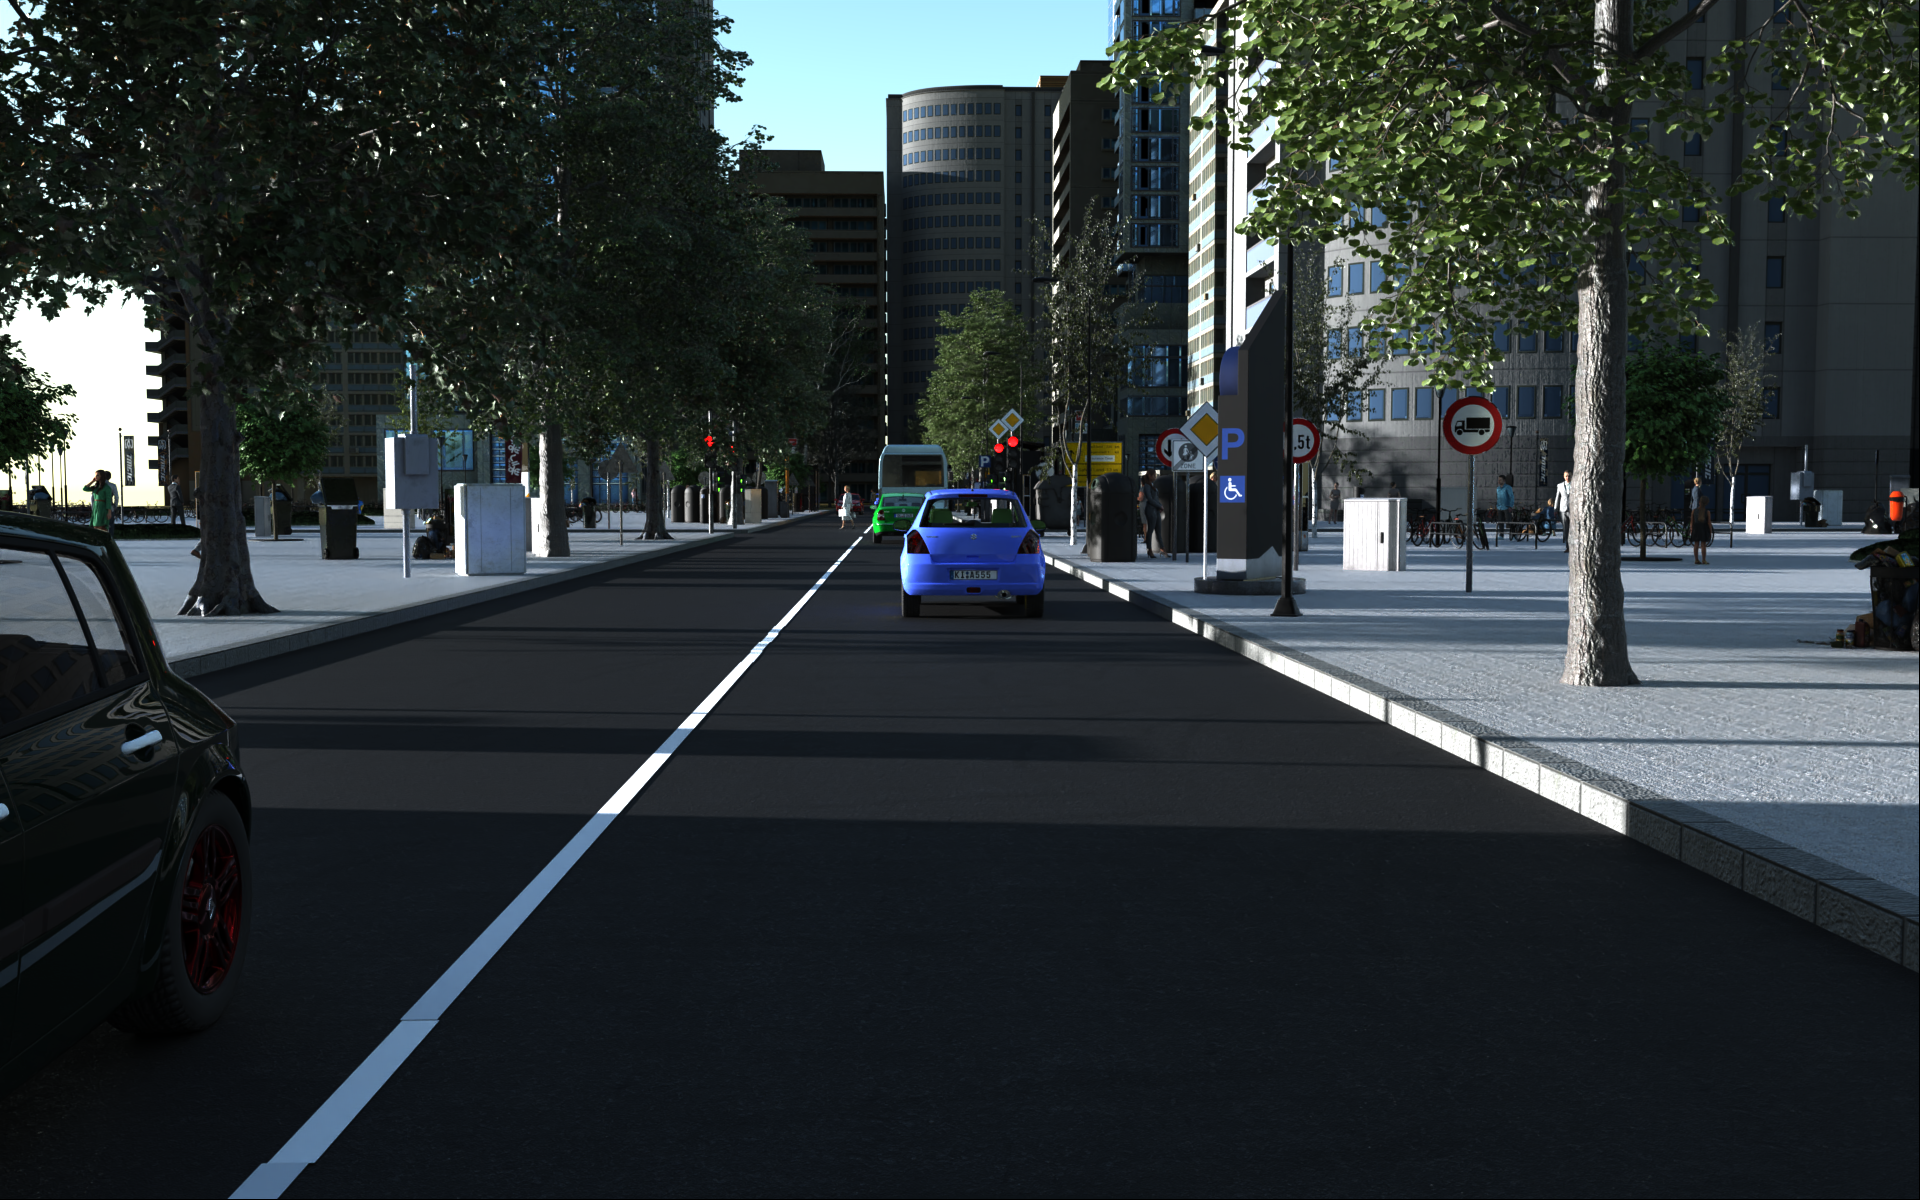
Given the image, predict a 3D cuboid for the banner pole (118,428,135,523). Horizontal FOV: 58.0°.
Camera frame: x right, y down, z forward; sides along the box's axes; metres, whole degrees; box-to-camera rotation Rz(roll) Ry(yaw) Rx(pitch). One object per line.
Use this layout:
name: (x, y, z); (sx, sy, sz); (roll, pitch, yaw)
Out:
banner pole: (-31.409, -4.602, 65.254); (0.863, 3.779, 0.401); (1, 4, 17)

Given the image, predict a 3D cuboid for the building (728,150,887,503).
building: (-21.242, -38.098, 246.602); (21.600, 48.544, 21.300); (0, 4, -2)

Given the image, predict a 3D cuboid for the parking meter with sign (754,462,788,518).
parking meter with sign: (-10.726, -6.262, 98.646); (1.738, 3.016, 0.543); (1, 4, 10)

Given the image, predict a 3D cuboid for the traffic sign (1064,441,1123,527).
traffic sign: (5.153, -4.470, 66.959); (2.265, 3.308, 0.079); (0, 4, 1)

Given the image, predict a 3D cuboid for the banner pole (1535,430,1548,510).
banner pole: (22.718, -4.757, 67.789); (0.401, 3.779, 0.863); (-1, 4, -23)

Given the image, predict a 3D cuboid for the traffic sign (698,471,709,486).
traffic sign: (-14.294, -5.926, 96.991); (0.768, 2.556, 0.104); (0, 4, 7)

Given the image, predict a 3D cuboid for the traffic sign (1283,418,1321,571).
traffic sign: (5.624, -1.764, 28.940); (0.768, 2.556, 0.104); (0, 4, 1)

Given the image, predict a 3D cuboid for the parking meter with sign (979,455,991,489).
parking meter with sign: (1.202, -5.058, 78.951); (0.543, 3.016, 1.738); (0, 4, 5)

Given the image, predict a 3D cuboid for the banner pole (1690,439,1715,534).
banner pole: (23.671, -3.982, 55.127); (0.863, 3.779, 0.401); (-1, 4, -13)

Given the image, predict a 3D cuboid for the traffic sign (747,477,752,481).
traffic sign: (-15.497, -7.693, 125.887); (0.768, 2.556, 0.104); (0, 4, 8)

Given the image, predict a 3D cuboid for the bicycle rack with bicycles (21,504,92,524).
bicycle rack with bicycles: (-34.496, -3.202, 65.729); (2.852, 0.926, 2.925); (1, 4, 12)

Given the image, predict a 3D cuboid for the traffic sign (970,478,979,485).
traffic sign: (1.011, -7.922, 129.632); (0.768, 2.556, 0.104); (0, 4, 2)

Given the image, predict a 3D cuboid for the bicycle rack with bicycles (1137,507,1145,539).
bicycle rack with bicycles: (6.104, -2.224, 49.746); (2.852, 0.926, 2.925); (1, 4, 13)

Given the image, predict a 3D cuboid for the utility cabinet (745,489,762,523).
utility cabinet: (-9.028, -4.088, 75.510); (0.318, 1.500, 1.173); (1, 4, 16)

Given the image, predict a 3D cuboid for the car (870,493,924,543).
car: (-1.707, -2.626, 51.728); (1.959, 1.807, 4.718); (0, 4, -2)

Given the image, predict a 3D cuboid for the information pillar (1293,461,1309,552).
information pillar: (7.600, -2.097, 38.775); (0.304, 2.012, 0.304); (3, 5, 43)

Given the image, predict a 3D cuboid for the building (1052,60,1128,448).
building: (21.742, -34.709, 191.186); (21.300, 48.544, 21.600); (0, 4, -2)

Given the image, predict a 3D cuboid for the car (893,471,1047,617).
car: (0.128, -0.726, 21.462); (1.945, 1.707, 3.694); (0, 4, -1)

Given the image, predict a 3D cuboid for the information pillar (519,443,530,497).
information pillar: (-16.329, -4.498, 64.890); (0.504, 3.616, 0.183); (2, 4, 31)

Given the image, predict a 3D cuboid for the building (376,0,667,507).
building: (-37.474, -51.354, 152.307); (22.319, 86.520, 31.000); (0, 4, -2)

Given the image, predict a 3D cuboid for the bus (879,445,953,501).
bus: (-1.761, -4.663, 71.095); (2.948, 3.499, 13.247); (0, 4, 0)

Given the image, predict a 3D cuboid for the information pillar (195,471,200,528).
information pillar: (-24.369, -3.135, 55.744); (0.304, 2.012, 0.304); (1, 4, 12)

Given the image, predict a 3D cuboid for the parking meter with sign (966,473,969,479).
parking meter with sign: (1.401, -8.738, 139.122); (1.738, 3.016, 0.543); (-2, 4, -25)

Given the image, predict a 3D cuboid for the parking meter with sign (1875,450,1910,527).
parking meter with sign: (36.866, -4.383, 67.923); (1.738, 3.016, 0.543); (2, 4, 25)

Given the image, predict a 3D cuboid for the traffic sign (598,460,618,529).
traffic sign: (-12.941, -3.894, 63.771); (0.768, 2.556, 0.104); (0, 4, -1)

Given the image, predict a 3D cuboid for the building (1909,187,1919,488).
building: (61.712, -39.748, 88.127); (20.611, 71.187, 20.563); (0, 4, -2)

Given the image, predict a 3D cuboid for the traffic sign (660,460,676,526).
traffic sign: (-11.297, -4.046, 66.153); (0.884, 2.594, 0.081); (0, 4, 7)

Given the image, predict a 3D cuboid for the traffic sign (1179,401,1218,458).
traffic sign: (3.524, -1.525, 24.665); (0.795, 2.593, 0.064); (0, 4, 0)

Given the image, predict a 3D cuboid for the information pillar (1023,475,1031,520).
information pillar: (2.474, -3.739, 65.621); (0.304, 2.012, 0.304); (-1, 4, -23)

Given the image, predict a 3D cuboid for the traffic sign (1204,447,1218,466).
traffic sign: (4.812, -2.083, 33.798); (0.795, 2.593, 0.064); (0, 4, 2)

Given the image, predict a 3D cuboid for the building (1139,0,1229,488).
building: (30.132, -26.693, 128.310); (32.217, 40.220, 23.993); (0, 4, -2)

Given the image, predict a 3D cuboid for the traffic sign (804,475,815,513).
traffic sign: (-10.398, -7.308, 119.483); (0.884, 2.594, 0.081); (0, 4, -1)

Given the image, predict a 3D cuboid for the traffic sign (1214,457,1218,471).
traffic sign: (7.198, -2.847, 46.656); (0.768, 2.556, 0.104); (0, 4, -1)

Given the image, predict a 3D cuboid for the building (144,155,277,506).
building: (-79.880, -33.090, 191.139); (14.200, 45.320, 14.600); (0, 4, -2)

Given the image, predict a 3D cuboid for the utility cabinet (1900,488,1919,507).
utility cabinet: (36.668, -3.534, 66.461); (0.318, 1.500, 1.173); (-1, 4, -18)

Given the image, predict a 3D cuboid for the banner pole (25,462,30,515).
banner pole: (-28.373, -3.830, 52.639); (0.401, 3.779, 0.863); (-2, 4, -34)

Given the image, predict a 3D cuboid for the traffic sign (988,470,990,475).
traffic sign: (2.631, -7.796, 121.334); (2.265, 3.308, 0.079); (0, 4, 5)

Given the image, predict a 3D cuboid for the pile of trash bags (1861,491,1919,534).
pile of trash bags: (29.876, -2.784, 55.277); (1.912, 1.369, 3.447); (2, 4, 27)

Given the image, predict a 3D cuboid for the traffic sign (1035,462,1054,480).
traffic sign: (3.385, -4.226, 69.203); (0.768, 2.556, 0.104); (0, 3, 0)

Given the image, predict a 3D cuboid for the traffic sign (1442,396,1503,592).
traffic sign: (6.654, -1.374, 22.565); (0.768, 2.556, 0.104); (0, 4, 7)

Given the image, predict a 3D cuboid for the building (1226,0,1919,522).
building: (29.300, -33.393, 87.981); (28.212, 58.520, 21.231); (0, 4, -2)

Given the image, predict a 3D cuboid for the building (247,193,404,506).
building: (-60.128, -30.051, 183.219); (23.993, 40.220, 32.217); (0, 4, -2)

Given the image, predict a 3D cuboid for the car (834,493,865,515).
car: (-7.643, -6.799, 120.204); (2.155, 1.783, 4.494); (0, 4, -1)

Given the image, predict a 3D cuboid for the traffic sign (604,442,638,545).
traffic sign: (-8.469, -2.646, 43.259); (0.884, 2.594, 0.081); (0, 4, 4)

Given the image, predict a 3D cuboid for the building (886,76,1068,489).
building: (3.656, -43.116, 246.951); (28.212, 58.520, 21.231); (0, 4, -2)

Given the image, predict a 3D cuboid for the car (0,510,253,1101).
car: (-2.744, 0.402, 3.209); (2.009, 1.686, 4.222); (0, 4, -4)

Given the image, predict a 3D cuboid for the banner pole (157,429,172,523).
banner pole: (-30.632, -4.698, 66.835); (0.401, 3.779, 0.863); (1, 4, 19)

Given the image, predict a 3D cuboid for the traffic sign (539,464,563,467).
traffic sign: (-13.281, -3.434, 56.251); (0.768, 2.556, 0.104); (0, 4, 4)

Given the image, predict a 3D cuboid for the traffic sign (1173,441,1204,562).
traffic sign: (4.261, -1.853, 32.425); (0.606, 2.300, 0.079); (0, 4, 4)

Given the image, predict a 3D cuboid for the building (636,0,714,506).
building: (-37.926, -45.895, 188.631); (20.611, 71.187, 20.563); (0, 4, -2)

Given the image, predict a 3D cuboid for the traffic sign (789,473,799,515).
traffic sign: (-10.138, -6.406, 104.740); (0.884, 2.594, 0.081); (0, 4, 2)

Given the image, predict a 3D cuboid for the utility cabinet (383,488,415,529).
utility cabinet: (-20.517, -3.346, 63.382); (1.173, 1.500, 0.318); (1, 4, 22)

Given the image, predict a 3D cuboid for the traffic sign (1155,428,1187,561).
traffic sign: (4.139, -2.033, 33.350); (0.768, 2.556, 0.104); (0, 4, 5)

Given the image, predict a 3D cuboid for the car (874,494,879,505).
car: (-9.798, -12.515, 214.217); (1.945, 1.707, 3.694); (0, 4, -4)

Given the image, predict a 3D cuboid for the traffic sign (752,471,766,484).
traffic sign: (-10.953, -5.773, 94.490); (0.768, 2.556, 0.104); (0, 4, 7)
